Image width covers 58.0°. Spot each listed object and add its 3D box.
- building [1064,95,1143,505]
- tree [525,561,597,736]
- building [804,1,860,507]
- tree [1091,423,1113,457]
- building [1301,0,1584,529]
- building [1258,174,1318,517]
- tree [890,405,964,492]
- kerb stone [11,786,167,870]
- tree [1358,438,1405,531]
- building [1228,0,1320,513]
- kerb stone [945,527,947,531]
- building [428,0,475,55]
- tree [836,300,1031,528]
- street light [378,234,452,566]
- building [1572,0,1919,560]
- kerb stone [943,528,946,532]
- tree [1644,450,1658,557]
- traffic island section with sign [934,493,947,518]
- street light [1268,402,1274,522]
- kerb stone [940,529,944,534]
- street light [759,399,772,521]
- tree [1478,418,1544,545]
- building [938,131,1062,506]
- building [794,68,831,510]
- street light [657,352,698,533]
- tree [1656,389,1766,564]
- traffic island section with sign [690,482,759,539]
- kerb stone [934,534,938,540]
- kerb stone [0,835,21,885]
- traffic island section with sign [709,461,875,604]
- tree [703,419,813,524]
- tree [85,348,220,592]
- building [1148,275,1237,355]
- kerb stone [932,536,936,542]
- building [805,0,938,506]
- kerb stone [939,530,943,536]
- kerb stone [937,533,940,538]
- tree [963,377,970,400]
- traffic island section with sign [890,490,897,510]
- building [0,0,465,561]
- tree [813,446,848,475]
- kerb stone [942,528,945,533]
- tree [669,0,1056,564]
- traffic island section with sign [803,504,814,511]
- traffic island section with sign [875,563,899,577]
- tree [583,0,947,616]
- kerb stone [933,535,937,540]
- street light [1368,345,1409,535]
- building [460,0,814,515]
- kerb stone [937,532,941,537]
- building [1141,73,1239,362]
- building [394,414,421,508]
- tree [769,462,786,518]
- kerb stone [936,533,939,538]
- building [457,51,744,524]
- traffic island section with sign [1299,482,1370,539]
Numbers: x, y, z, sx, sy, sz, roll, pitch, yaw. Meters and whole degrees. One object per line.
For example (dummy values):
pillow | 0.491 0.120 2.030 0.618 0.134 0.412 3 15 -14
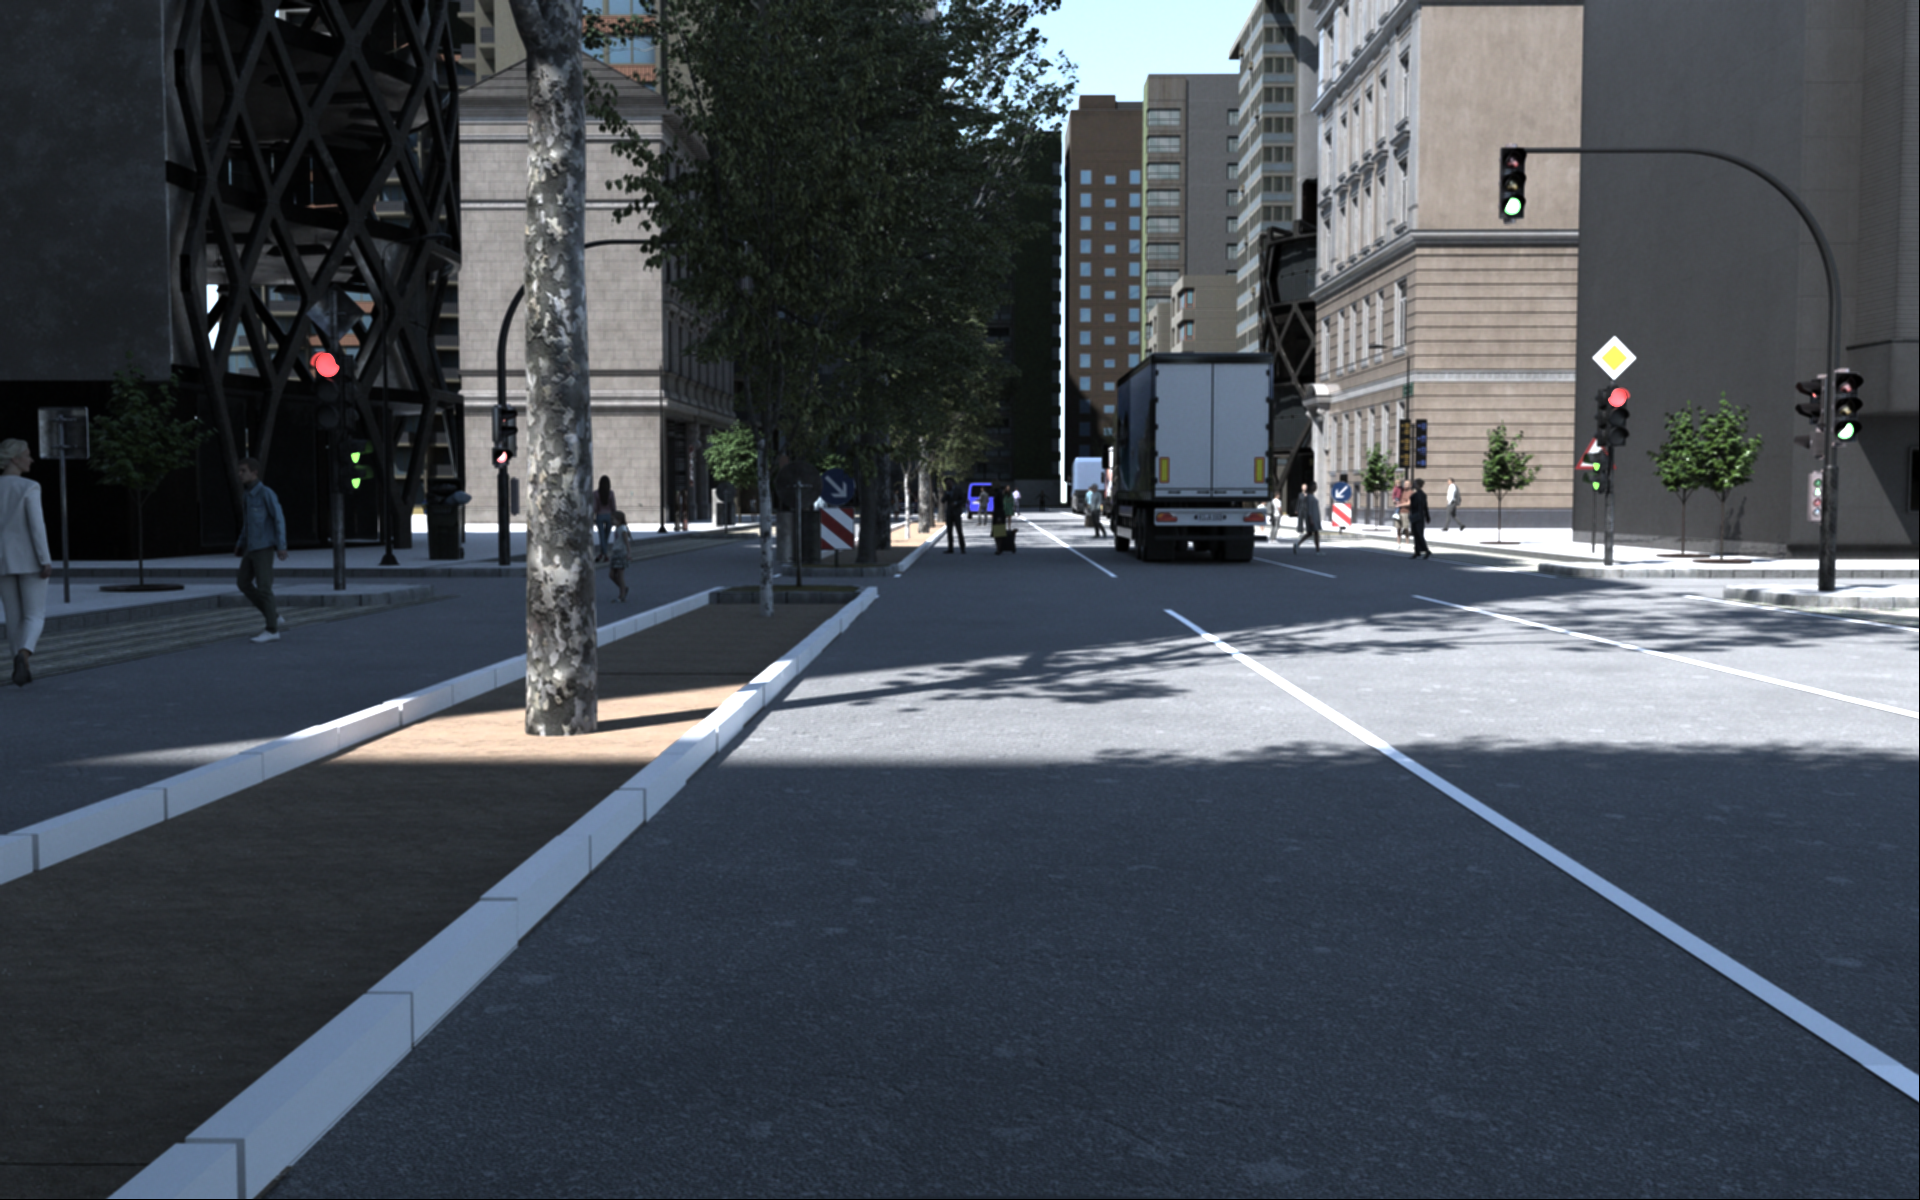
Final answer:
building | 19.278 -33.486 197.604 14.200 45.320 14.600 0 4 1
tree | -3.588 -9.315 10.639 12.611 20.169 13.585 0 3 0
building | -26.062 -52.297 167.732 31.000 86.520 22.319 0 4 1
tree | 16.792 -14.243 183.230 4.737 8.622 4.395 0 3 0
building | 23.067 -17.561 73.023 13.634 28.700 20.117 0 4 1
building | 25.159 -14.080 97.659 16.820 18.784 16.811 0 4 1
tree | -1.486 -7.786 80.115 4.360 8.622 3.978 0 3 0
kerb stone | -3.535 0.928 7.048 0.120 0.150 1.000 0 4 1
tree | 14.301 -3.985 59.762 1.663 3.219 1.824 0 3 0
building | 33.034 -26.428 123.971 32.217 40.220 23.993 0 4 1
kerb stone | -0.644 -2.492 62.942 0.120 0.150 1.000 0 4 1
building | -65.541 -46.710 201.957 20.611 71.187 20.563 0 4 1
tree | -1.172 -8.378 73.844 8.767 10.594 7.601 0 4 1
street light | -9.758 -3.578 31.047 1.470 5.913 1.316 0 4 1
building | 28.083 -14.960 38.100 24.014 27.812 14.314 0 4 1
kerb stone | -0.669 -2.366 60.884 0.120 0.150 1.000 0 4 1
tree | 14.663 -2.473 35.033 1.663 3.219 1.824 0 3 0
traffic island section with sign | -1.071 -5.982 105.939 2.006 1.907 1.989 0 4 1
street light | 13.834 -6.549 79.620 1.470 5.913 1.316 0 4 1
kerb stone | -0.700 -2.240 58.824 0.120 0.150 1.000 0 4 1
street light | -8.915 -6.756 82.998 1.470 5.913 1.316 0 4 1
tree | 13.768 -3.039 44.296 1.663 3.219 1.824 0 3 0
building | 4.424 -31.472 198.160 14.086 41.232 14.154 0 4 1
building | -21.539 -43.195 144.491 20.563 71.187 20.611 0 4 1
street light | -9.260 -5.156 56.840 1.470 5.913 1.316 0 4 1
tree | 14.095 -2.306 32.301 1.663 3.219 1.824 0 3 0
traffic island section with sign | -7.551 -2.887 55.835 1.989 1.847 2.006 0 4 1
kerb stone | -0.797 -1.800 51.654 0.120 0.150 1.000 0 4 1
kerb stone | -3.557 0.989 6.019 0.120 0.150 1.000 0 4 1
traffic island section with sign | -2.250 -0.934 23.401 2.006 1.907 1.989 0 4 1
tree | -9.574 -5.626 75.700 4.285 4.588 4.351 0 3 0
tree | -11.079 -1.744 23.115 1.663 3.219 1.824 0 3 0
building | 31.581 -18.719 151.094 27.650 21.520 28.899 0 4 1
kerb stone | -0.836 -1.671 49.606 0.120 0.150 1.000 0 4 1
building | -16.672 -40.339 201.539 28.212 58.520 21.231 0 4 1
kerb stone | -0.729 -2.115 56.776 0.120 0.150 1.000 0 4 1
kerb stone | -0.769 -1.926 53.703 0.120 0.150 1.000 0 4 1
tree | -1.628 -6.222 54.556 4.737 8.622 4.395 0 3 0
traffic island section with sign | -6.064 -9.265 160.116 1.989 1.847 2.006 0 4 1
building | -20.997 -10.626 41.188 16.820 18.784 16.811 0 4 1
tree | -9.094 -8.191 117.643 4.285 4.588 4.351 0 3 0
kerb stone | -0.684 -2.304 59.859 0.120 0.150 1.000 0 4 1
tree | -1.961 -6.978 34.677 7.486 12.596 7.792 0 3 0
traffic island section with sign | -7.165 -4.536 82.787 1.989 1.847 2.006 0 4 1
traffic island section with sign | -2.135 -1.387 30.808 2.006 1.907 1.989 0 4 1
tree | -2.222 -4.092 19.730 4.737 8.622 4.395 0 3 0
kerb stone | -0.819 -1.739 50.631 0.120 0.150 1.000 0 4 1
street light | 13.381 -4.978 53.930 1.470 5.913 1.316 0 4 1
building | -21.992 -28.484 120.336 22.147 44.769 28.867 0 4 1
kerb stone | -0.758 -1.990 54.725 0.120 0.150 1.000 0 4 1
building | 24.927 -29.874 172.041 14.154 41.232 14.086 0 4 1
building | -55.997 -31.469 169.144 28.867 44.769 22.147 0 4 1
tree | -9.887 -6.141 95.009 1.663 3.219 1.824 0 3 0
kerb stone | -0.789 -1.865 52.681 0.120 0.150 1.000 0 4 1
building | -17.084 -13.725 75.310 10.553 20.767 40.483 0 4 1
traffic island section with sign | 11.965 -2.870 55.548 1.989 1.847 2.006 0 4 1
